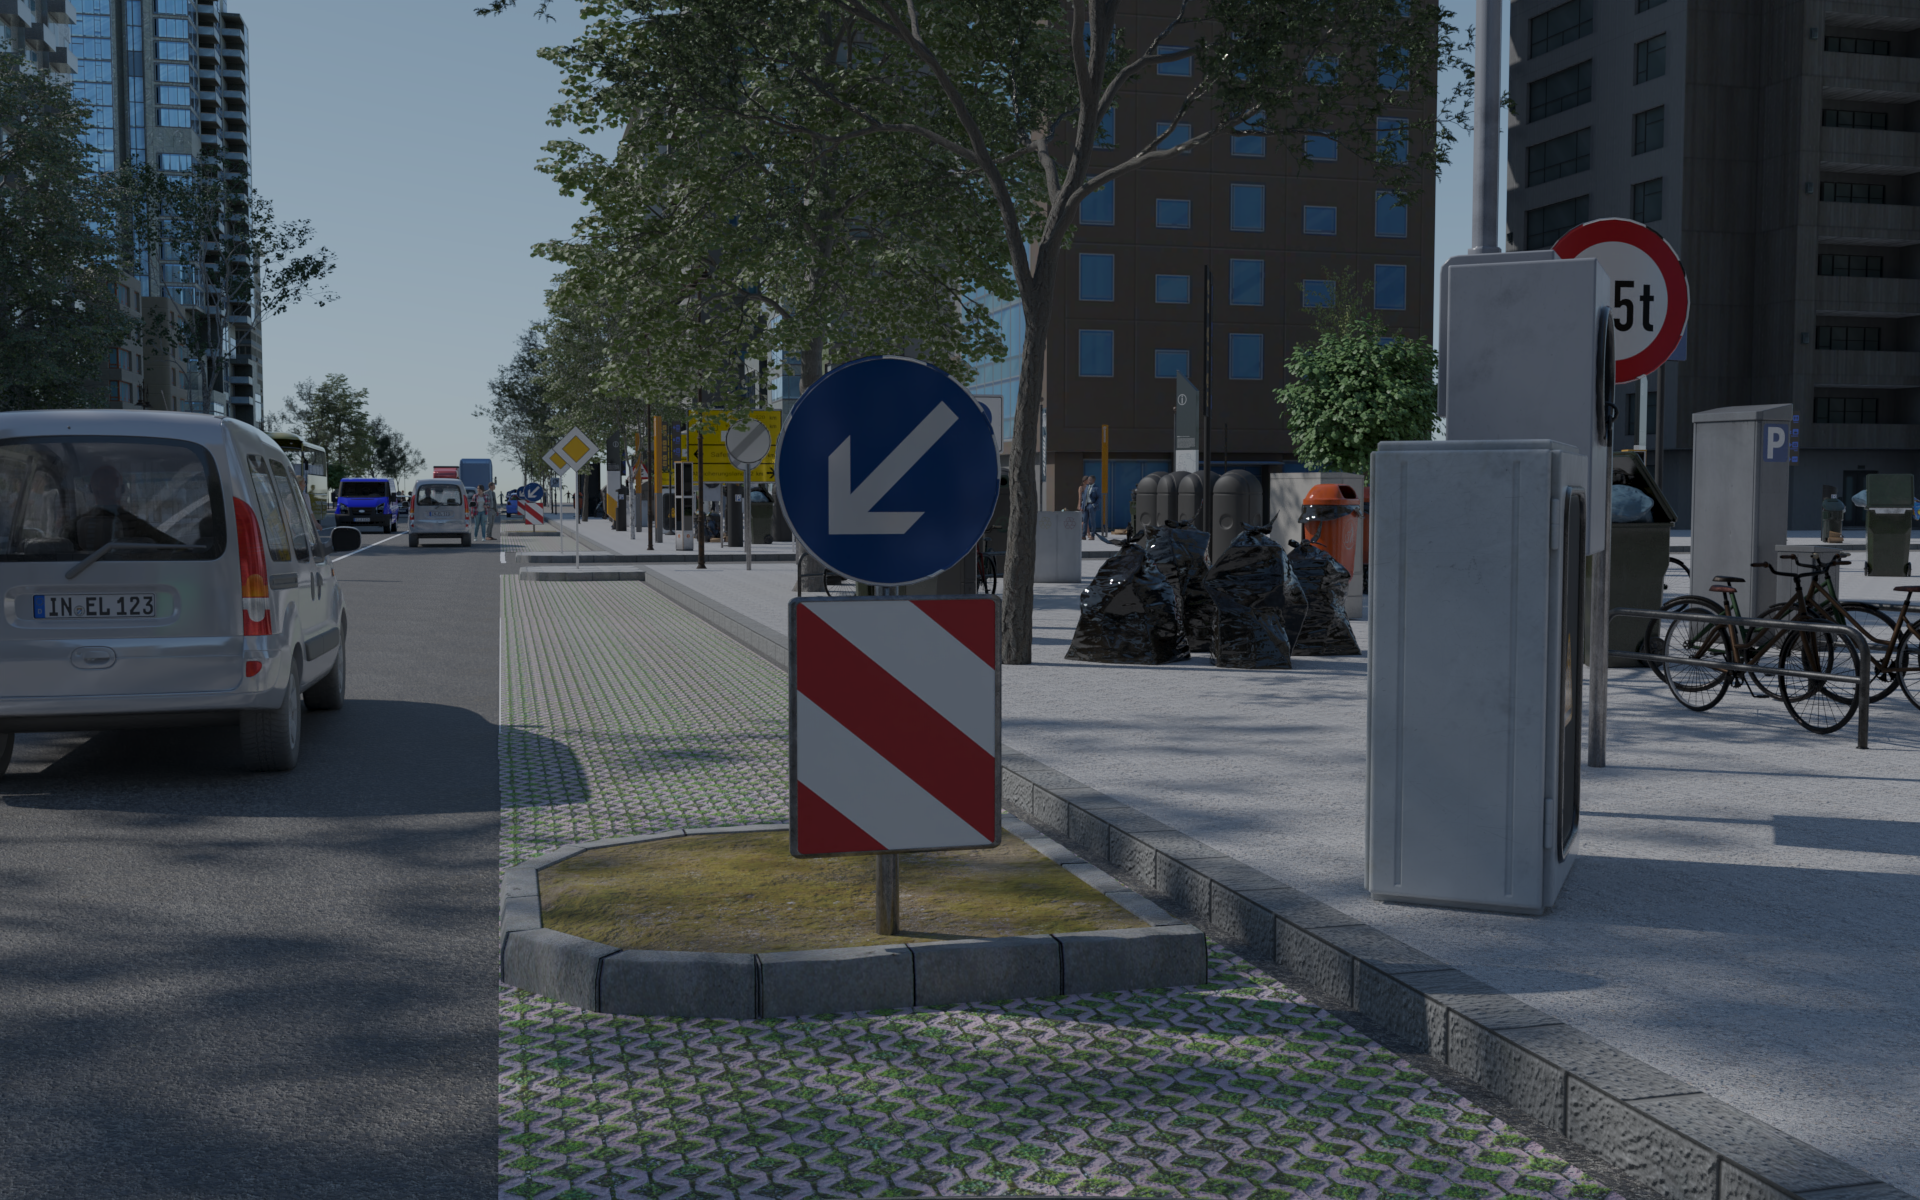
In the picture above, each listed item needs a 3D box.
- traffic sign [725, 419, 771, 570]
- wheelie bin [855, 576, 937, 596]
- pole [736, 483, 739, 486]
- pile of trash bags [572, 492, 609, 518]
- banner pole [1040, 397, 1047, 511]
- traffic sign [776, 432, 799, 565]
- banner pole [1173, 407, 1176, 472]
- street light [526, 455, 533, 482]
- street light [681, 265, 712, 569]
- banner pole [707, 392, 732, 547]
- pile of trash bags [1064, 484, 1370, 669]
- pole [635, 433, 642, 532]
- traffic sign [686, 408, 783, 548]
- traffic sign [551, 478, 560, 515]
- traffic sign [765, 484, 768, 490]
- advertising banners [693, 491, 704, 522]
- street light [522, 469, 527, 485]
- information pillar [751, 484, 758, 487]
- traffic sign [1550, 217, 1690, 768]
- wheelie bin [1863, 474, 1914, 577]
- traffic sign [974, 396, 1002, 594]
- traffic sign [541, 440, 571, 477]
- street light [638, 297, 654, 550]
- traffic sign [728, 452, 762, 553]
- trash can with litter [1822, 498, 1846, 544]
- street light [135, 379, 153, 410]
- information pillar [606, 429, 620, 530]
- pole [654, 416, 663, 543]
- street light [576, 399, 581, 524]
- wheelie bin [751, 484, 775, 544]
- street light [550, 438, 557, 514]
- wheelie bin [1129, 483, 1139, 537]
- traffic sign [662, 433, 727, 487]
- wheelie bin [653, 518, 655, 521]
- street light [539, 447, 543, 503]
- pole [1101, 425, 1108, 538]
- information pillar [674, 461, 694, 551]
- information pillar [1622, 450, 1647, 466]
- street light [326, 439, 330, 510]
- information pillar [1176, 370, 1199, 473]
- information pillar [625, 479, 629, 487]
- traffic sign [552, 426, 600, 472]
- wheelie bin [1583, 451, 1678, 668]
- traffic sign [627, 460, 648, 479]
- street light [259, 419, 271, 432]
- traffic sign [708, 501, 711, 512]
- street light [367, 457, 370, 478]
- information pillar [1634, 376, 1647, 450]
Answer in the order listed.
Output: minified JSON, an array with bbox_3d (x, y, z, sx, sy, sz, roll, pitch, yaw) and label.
[{"bbox_3d":[-3.551,-1.770,29.052,0.768,2.556,0.104,-1,4,-13],"label":"traffic sign"},{"bbox_3d":[-0.556,-0.461,15.446,0.980,1.594,0.693,3,4,37],"label":"wheelie bin"},{"bbox_3d":[-12.518,-6.339,97.483,0.158,3.312,0.155,0,3,0],"label":"pole"},{"bbox_3d":[-19.402,-5.171,94.297,3.447,1.369,1.912,-2,4,-25],"label":"pile of trash bags"},{"bbox_3d":[2.130,-3.330,44.458,0.401,3.779,0.863,-1,4,-9],"label":"banner pole"},{"bbox_3d":[-2.943,-1.914,31.394,0.768,2.556,0.104,0,4,-5],"label":"traffic sign"},{"bbox_3d":[6.274,-3.667,49.980,0.401,3.779,0.863,2,4,24],"label":"banner pole"},{"bbox_3d":[-47.765,-13.472,193.049,0.468,5.910,1.993,-1,4,-15],"label":"street light"},{"bbox_3d":[-4.441,-3.474,29.580,0.468,5.910,1.993,-1,4,-15],"label":"street light"},{"bbox_3d":[-5.847,-3.208,42.472,0.863,3.779,0.401,1,4,20],"label":"banner pole"},{"bbox_3d":[2.432,-0.274,14.229,1.912,1.369,3.447,3,4,36],"label":"pile of trash bags"},{"bbox_3d":[-10.770,-3.925,58.022,0.158,3.312,0.155,0,3,0],"label":"pole"},{"bbox_3d":[-5.347,-2.894,41.188,2.265,3.308,0.079,-1,4,-12],"label":"traffic sign"},{"bbox_3d":[-25.160,-6.463,107.795,0.606,2.300,0.079,-1,4,-11],"label":"traffic sign"},{"bbox_3d":[-5.935,-3.241,53.096,0.768,2.556,0.104,-1,4,-8],"label":"traffic sign"},{"bbox_3d":[-11.735,-4.827,75.105,0.090,3.025,2.074,-3,5,-44],"label":"advertising banners"},{"bbox_3d":[-57.281,-15.667,228.939,0.468,5.910,1.993,-1,4,-15],"label":"street light"},{"bbox_3d":[-9.459,-5.385,79.398,0.504,3.616,0.183,2,4,28],"label":"information pillar"},{"bbox_3d":[2.999,-0.488,8.081,0.768,2.556,0.104,-1,4,-8],"label":"traffic sign"},{"bbox_3d":[14.460,-1.170,27.042,0.980,1.594,0.693,2,4,24],"label":"wheelie bin"},{"bbox_3d":[0.144,-0.961,17.836,0.606,2.300,0.079,-1,4,-11],"label":"traffic sign"},{"bbox_3d":[-8.569,-2.146,37.282,0.795,2.593,0.064,-1,4,-15],"label":"traffic sign"},{"bbox_3d":[-7.068,-4.073,39.374,0.468,5.910,1.993,-1,4,-15],"label":"street light"},{"bbox_3d":[-4.691,-2.313,37.930,0.768,2.556,0.104,-1,4,-11],"label":"traffic sign"},{"bbox_3d":[22.918,-2.073,45.283,0.624,1.170,1.055,1,4,15],"label":"trash can with litter"},{"bbox_3d":[-32.803,-5.930,69.737,0.468,5.910,1.993,-1,4,-15],"label":"street light"},{"bbox_3d":[-12.431,-4.333,62.192,0.504,3.616,0.183,-2,4,-30],"label":"information pillar"},{"bbox_3d":[-7.908,-3.153,45.398,0.158,3.312,0.155,0,3,0],"label":"pole"},{"bbox_3d":[-16.428,-6.217,74.437,0.468,5.910,1.993,-1,4,-15],"label":"street light"},{"bbox_3d":[-5.115,-2.234,44.437,0.693,1.594,0.980,-1,4,-11],"label":"wheelie bin"},{"bbox_3d":[-26.944,-8.657,114.326,0.468,5.910,1.993,-1,4,-15],"label":"street light"},{"bbox_3d":[5.442,-2.655,51.318,0.693,1.594,0.980,-2,4,-35],"label":"wheelie bin"},{"bbox_3d":[-8.933,-3.911,57.826,2.265,3.308,0.079,0,4,-6],"label":"traffic sign"},{"bbox_3d":[-14.756,-4.558,82.426,0.980,1.594,0.693,3,5,43],"label":"wheelie bin"},{"bbox_3d":[-36.127,-10.791,149.218,0.468,5.910,1.993,-1,4,-15],"label":"street light"},{"bbox_3d":[4.276,-3.502,51.105,0.158,3.312,0.155,0,3,0],"label":"pole"},{"bbox_3d":[-6.221,-2.115,39.070,0.304,2.012,0.304,-3,5,-44],"label":"information pillar"},{"bbox_3d":[11.180,-1.486,28.788,0.304,2.012,0.304,0,4,2],"label":"information pillar"},{"bbox_3d":[-52.443,-10.449,143.629,0.468,5.910,1.993,-1,4,-15],"label":"street light"},{"bbox_3d":[4.271,-2.526,32.655,0.183,3.616,0.504,-3,5,-45],"label":"information pillar"},{"bbox_3d":[-16.291,-4.939,85.248,0.304,2.012,0.304,0,4,-2],"label":"information pillar"},{"bbox_3d":[-6.522,-1.674,29.563,0.795,2.593,0.064,-1,4,-15],"label":"traffic sign"},{"bbox_3d":[4.892,-0.309,12.956,0.693,1.594,0.980,0,4,-8],"label":"wheelie bin"},{"bbox_3d":[-11.321,-3.745,61.228,0.884,2.594,0.081,-1,4,-12],"label":"traffic sign"},{"bbox_3d":[-42.137,-8.061,104.590,0.468,5.910,1.993,-1,4,-15],"label":"street light"},{"bbox_3d":[-8.984,-3.790,62.079,0.768,2.556,0.104,-1,4,-14],"label":"traffic sign"},{"bbox_3d":[-64.237,-13.173,188.164,0.468,5.910,1.993,-1,4,-15],"label":"street light"},{"bbox_3d":[11.603,-2.338,29.580,0.183,3.616,0.504,2,4,35],"label":"information pillar"}]
